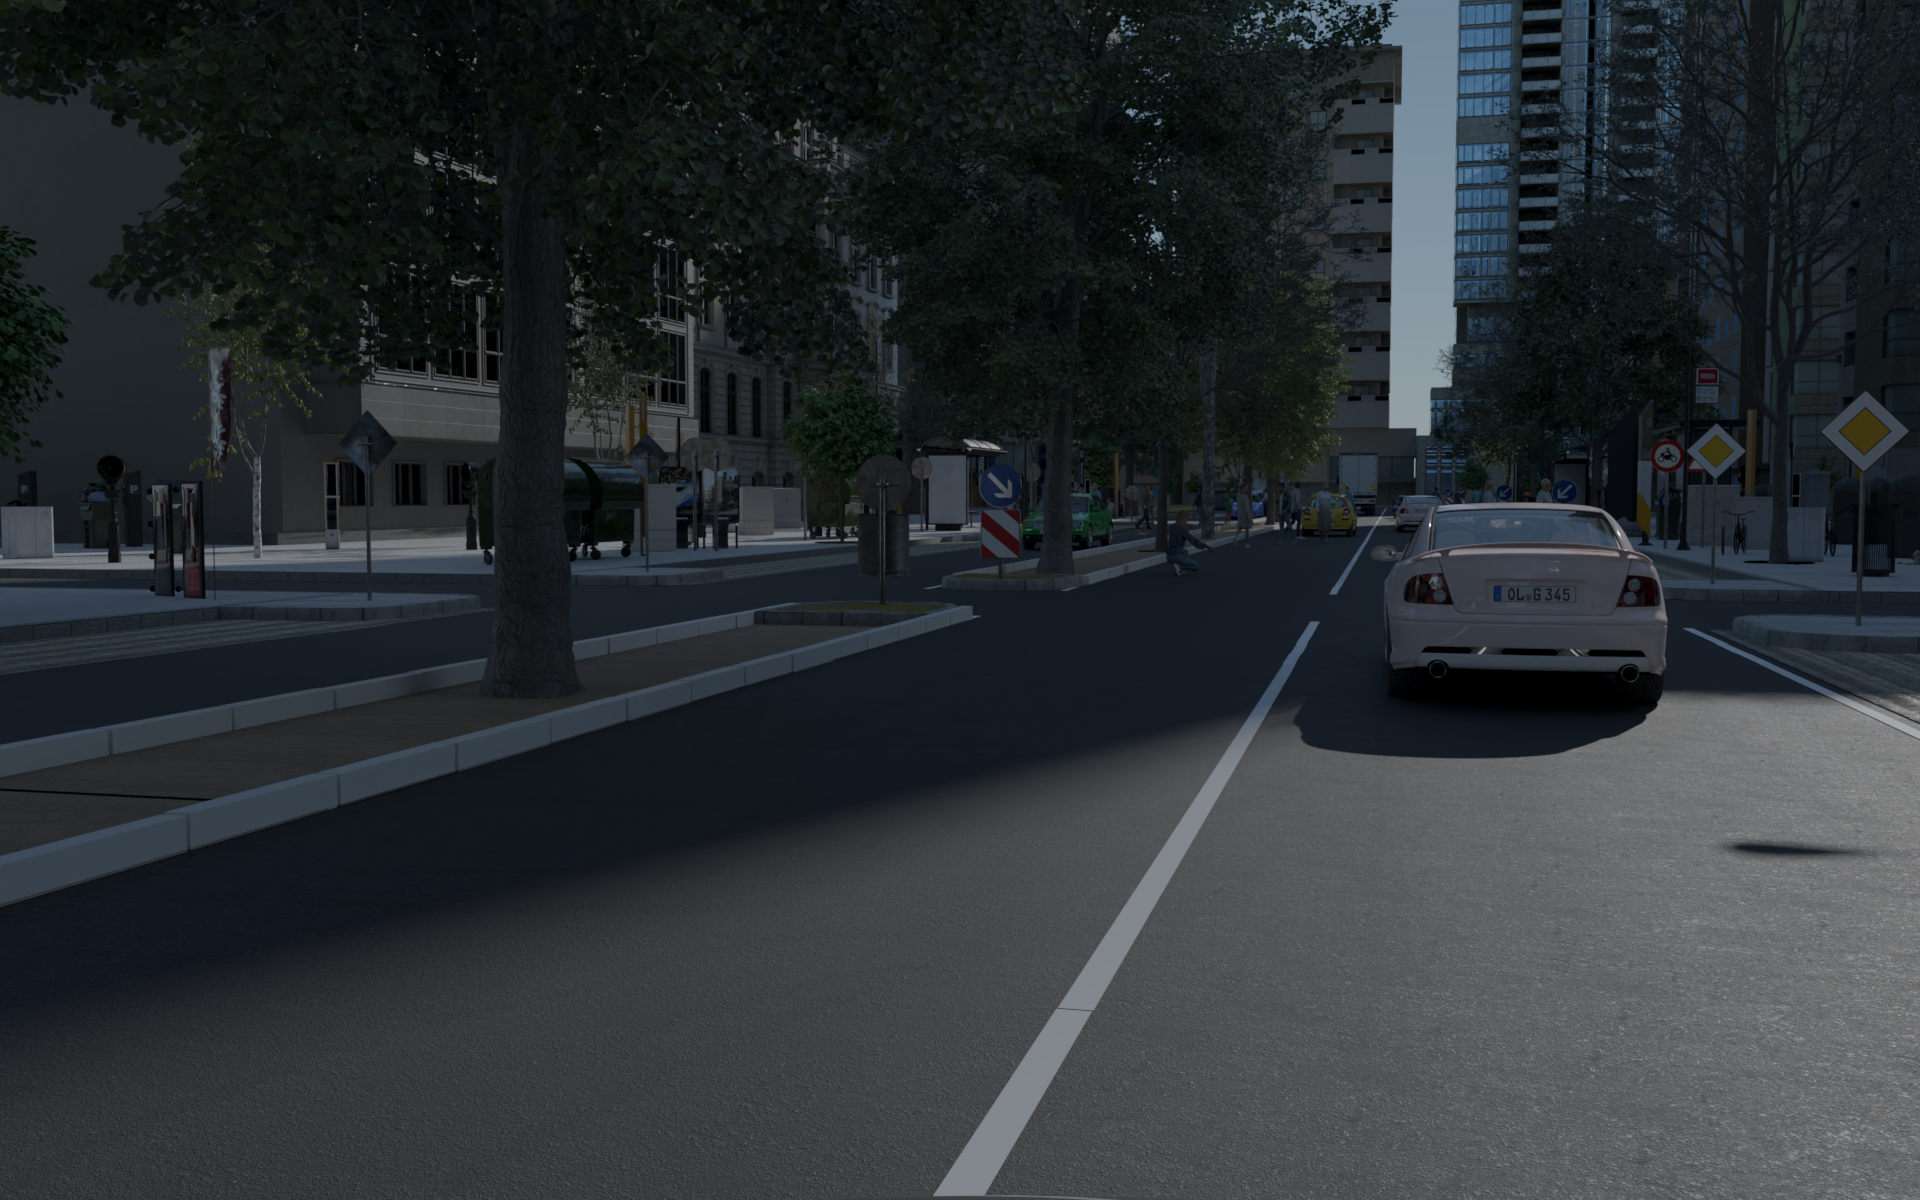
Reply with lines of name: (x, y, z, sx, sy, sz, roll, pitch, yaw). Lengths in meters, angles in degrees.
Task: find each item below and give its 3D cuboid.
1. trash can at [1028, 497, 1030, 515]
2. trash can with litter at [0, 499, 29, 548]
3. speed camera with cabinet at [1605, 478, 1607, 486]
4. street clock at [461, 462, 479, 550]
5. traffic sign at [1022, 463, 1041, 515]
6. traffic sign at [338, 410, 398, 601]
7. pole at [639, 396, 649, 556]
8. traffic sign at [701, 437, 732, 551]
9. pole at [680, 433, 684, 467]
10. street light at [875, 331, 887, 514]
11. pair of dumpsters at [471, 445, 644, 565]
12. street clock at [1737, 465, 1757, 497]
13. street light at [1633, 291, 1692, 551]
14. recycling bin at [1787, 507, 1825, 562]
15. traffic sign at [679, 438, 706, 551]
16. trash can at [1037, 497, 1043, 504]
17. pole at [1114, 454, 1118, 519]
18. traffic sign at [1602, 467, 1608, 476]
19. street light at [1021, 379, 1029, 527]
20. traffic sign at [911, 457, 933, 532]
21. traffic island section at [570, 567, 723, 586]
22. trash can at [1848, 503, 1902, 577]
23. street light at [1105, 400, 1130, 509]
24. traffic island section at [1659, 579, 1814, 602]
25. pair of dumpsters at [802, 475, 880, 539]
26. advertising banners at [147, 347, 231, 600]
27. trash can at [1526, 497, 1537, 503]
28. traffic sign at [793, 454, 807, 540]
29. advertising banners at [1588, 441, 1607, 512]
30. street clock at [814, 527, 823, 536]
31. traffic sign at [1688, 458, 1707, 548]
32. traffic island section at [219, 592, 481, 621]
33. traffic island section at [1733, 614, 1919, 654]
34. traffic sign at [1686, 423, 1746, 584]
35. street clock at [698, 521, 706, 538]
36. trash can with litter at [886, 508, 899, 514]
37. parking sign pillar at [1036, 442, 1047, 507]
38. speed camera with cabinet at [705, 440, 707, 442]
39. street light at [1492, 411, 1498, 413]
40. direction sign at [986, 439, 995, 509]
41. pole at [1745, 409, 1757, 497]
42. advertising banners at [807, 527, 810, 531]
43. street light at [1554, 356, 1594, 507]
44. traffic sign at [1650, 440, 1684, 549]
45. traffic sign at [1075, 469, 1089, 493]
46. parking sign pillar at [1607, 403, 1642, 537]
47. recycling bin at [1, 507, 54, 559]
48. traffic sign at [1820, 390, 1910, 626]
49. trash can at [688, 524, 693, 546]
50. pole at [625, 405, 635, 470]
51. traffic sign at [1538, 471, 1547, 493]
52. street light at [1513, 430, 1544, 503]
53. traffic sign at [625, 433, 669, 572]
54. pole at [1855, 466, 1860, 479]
trash can: (3.806, -5.070, 94.544, 0.748, 1.137, 0.748, 0, 3, 0)
trash can with litter: (-22.754, -1.839, 41.453, 1.055, 1.170, 0.624, 2, 4, 34)
speed camera with cabinet: (36.599, -6.172, 95.252, 2.038, 3.252, 0.660, 2, 4, 27)
street clock: (-11.216, -2.150, 39.722, 0.471, 2.002, 0.358, 3, 5, 44)
traffic sign: (2.894, -4.300, 70.417, 0.768, 2.556, 0.104, 1, 4, 19)
traffic sign: (-7.105, -1.049, 20.790, 0.795, 2.450, 0.064, 1, 4, 14)
pole: (-6.563, -2.576, 35.959, 0.158, 3.312, 0.155, 0, 3, 0)
traffic sign: (-5.459, -2.362, 38.726, 0.768, 2.556, 0.104, 1, 4, 22)
pole: (-9.338, -3.921, 57.946, 0.158, 3.312, 0.155, 0, 3, 0)
street light: (-1.791, -4.613, 47.966, 1.470, 5.913, 1.316, 1, 4, 14)
pair of dumpsters: (-7.656, -1.877, 33.176, 1.574, 2.255, 4.437, 1, 4, 14)
street clock: (19.880, -2.400, 43.804, 0.358, 2.002, 0.471, -1, 4, -15)
street light: (15.990, -4.094, 39.485, 1.470, 5.913, 1.316, 1, 4, 14)
recycling bin: (16.129, -1.258, 33.124, 0.722, 1.027, 0.722, 2, 4, 26)
traffic sign: (-5.986, -2.383, 39.073, 0.768, 2.556, 0.104, 1, 4, 16)
trash can: (3.810, -4.028, 77.516, 0.748, 1.137, 0.748, 0, 3, 0)
pole: (7.868, -5.721, 87.376, 0.158, 3.312, 0.155, 0, 3, 0)
traffic sign: (21.886, -3.469, 57.910, 0.795, 2.450, 0.064, 1, 4, 23)
street light: (3.067, -5.793, 67.260, 1.470, 5.913, 1.316, 1, 4, 14)
traffic sign: (-1.309, -3.606, 59.066, 0.768, 2.556, 0.104, 1, 4, 16)
traffic island section: (-5.184, -0.387, 28.603, 2.009, 0.180, 2.903, 1, 4, 14)
trash can: (14.238, -0.937, 26.978, 0.748, 1.137, 0.748, 0, 3, 0)
street light: (7.836, -6.950, 86.180, 1.470, 5.913, 1.316, 1, 4, 14)
traffic island section: (10.714, -0.143, 24.619, 2.009, 0.180, 2.903, 1, 4, 14)
pair of dumpsters: (-3.322, -2.985, 51.298, 1.574, 2.255, 4.437, 1, 4, 14)
advertising banners: (-9.449, -1.534, 21.261, 2.074, 3.025, 0.090, 3, 5, 39)
trash can: (26.410, -4.156, 79.596, 0.748, 1.137, 0.748, 0, 3, 0)
traffic sign: (-4.277, -2.921, 47.857, 0.768, 2.556, 0.104, 2, 4, 23)
advertising banners: (20.640, -3.664, 56.090, 0.090, 3.025, 2.074, 0, 4, 4)
street clock: (-4.297, -2.933, 52.529, 0.358, 2.002, 0.471, -2, 4, -30)
traffic sign: (17.620, -2.510, 41.050, 0.884, 2.594, 0.081, 1, 4, 22)
traffic island section: (-7.129, 0.087, 20.858, 2.009, 0.180, 2.903, 1, 4, 14)
traffic island section: (8.768, 0.331, 16.874, 2.009, 0.180, 2.903, 1, 4, 14)
traffic sign: (10.689, -1.279, 24.548, 0.795, 2.450, 0.064, 1, 4, 14)
street clock: (-7.581, -2.828, 50.808, 0.471, 2.002, 0.358, 3, 5, 42)
trash can with litter: (-2.437, -2.630, 54.384, 1.055, 1.170, 0.624, 1, 4, 15)
parking sign pillar: (4.199, -5.826, 83.726, 1.447, 3.967, 1.447, -3, 5, -45)
speed camera with cabinet: (-8.764, -4.231, 63.516, 2.038, 3.252, 0.660, -3, 4, -36)
street light: (30.312, -7.578, 96.435, 1.470, 5.913, 1.316, 1, 4, 14)
direction sign: (1.059, -4.729, 69.309, 0.876, 3.537, 0.379, -3, 4, -37)
pole: (19.049, -2.930, 41.753, 0.158, 3.312, 0.155, 0, 3, 0)
advertising banners: (-5.277, -3.969, 61.074, 0.090, 3.025, 2.074, 0, 4, 2)
street light: (20.733, -5.255, 58.459, 1.470, 5.913, 1.316, 1, 4, 14)
traffic sign: (16.554, -2.475, 40.577, 0.768, 2.556, 0.104, 1, 4, 22)
traffic sign: (6.100, -5.299, 86.746, 0.768, 2.556, 0.104, 1, 4, 20)
parking sign pillar: (20.025, -3.890, 52.076, 1.447, 3.967, 1.447, -1, 4, -12)
recycling bin: (-18.632, -1.349, 34.609, 0.722, 1.027, 0.722, 3, 4, 38)
traffic sign: (8.744, -0.805, 16.802, 0.795, 2.450, 0.064, 1, 4, 14)
trash can: (-6.909, -1.924, 43.105, 0.748, 1.137, 0.748, 0, 3, 0)
pole: (-7.565, -2.809, 39.778, 0.158, 3.312, 0.155, 0, 3, 0)
traffic sign: (32.041, -5.854, 95.820, 0.768, 2.556, 0.104, 1, 4, 22)
street light: (25.476, -6.412, 77.385, 1.470, 5.913, 1.316, 1, 4, 14)
traffic sign: (-5.159, -1.522, 28.535, 0.795, 2.450, 0.064, 1, 4, 14)
pole: (29.737, -3.883, 57.337, 0.158, 3.312, 0.155, 0, 3, 0)
